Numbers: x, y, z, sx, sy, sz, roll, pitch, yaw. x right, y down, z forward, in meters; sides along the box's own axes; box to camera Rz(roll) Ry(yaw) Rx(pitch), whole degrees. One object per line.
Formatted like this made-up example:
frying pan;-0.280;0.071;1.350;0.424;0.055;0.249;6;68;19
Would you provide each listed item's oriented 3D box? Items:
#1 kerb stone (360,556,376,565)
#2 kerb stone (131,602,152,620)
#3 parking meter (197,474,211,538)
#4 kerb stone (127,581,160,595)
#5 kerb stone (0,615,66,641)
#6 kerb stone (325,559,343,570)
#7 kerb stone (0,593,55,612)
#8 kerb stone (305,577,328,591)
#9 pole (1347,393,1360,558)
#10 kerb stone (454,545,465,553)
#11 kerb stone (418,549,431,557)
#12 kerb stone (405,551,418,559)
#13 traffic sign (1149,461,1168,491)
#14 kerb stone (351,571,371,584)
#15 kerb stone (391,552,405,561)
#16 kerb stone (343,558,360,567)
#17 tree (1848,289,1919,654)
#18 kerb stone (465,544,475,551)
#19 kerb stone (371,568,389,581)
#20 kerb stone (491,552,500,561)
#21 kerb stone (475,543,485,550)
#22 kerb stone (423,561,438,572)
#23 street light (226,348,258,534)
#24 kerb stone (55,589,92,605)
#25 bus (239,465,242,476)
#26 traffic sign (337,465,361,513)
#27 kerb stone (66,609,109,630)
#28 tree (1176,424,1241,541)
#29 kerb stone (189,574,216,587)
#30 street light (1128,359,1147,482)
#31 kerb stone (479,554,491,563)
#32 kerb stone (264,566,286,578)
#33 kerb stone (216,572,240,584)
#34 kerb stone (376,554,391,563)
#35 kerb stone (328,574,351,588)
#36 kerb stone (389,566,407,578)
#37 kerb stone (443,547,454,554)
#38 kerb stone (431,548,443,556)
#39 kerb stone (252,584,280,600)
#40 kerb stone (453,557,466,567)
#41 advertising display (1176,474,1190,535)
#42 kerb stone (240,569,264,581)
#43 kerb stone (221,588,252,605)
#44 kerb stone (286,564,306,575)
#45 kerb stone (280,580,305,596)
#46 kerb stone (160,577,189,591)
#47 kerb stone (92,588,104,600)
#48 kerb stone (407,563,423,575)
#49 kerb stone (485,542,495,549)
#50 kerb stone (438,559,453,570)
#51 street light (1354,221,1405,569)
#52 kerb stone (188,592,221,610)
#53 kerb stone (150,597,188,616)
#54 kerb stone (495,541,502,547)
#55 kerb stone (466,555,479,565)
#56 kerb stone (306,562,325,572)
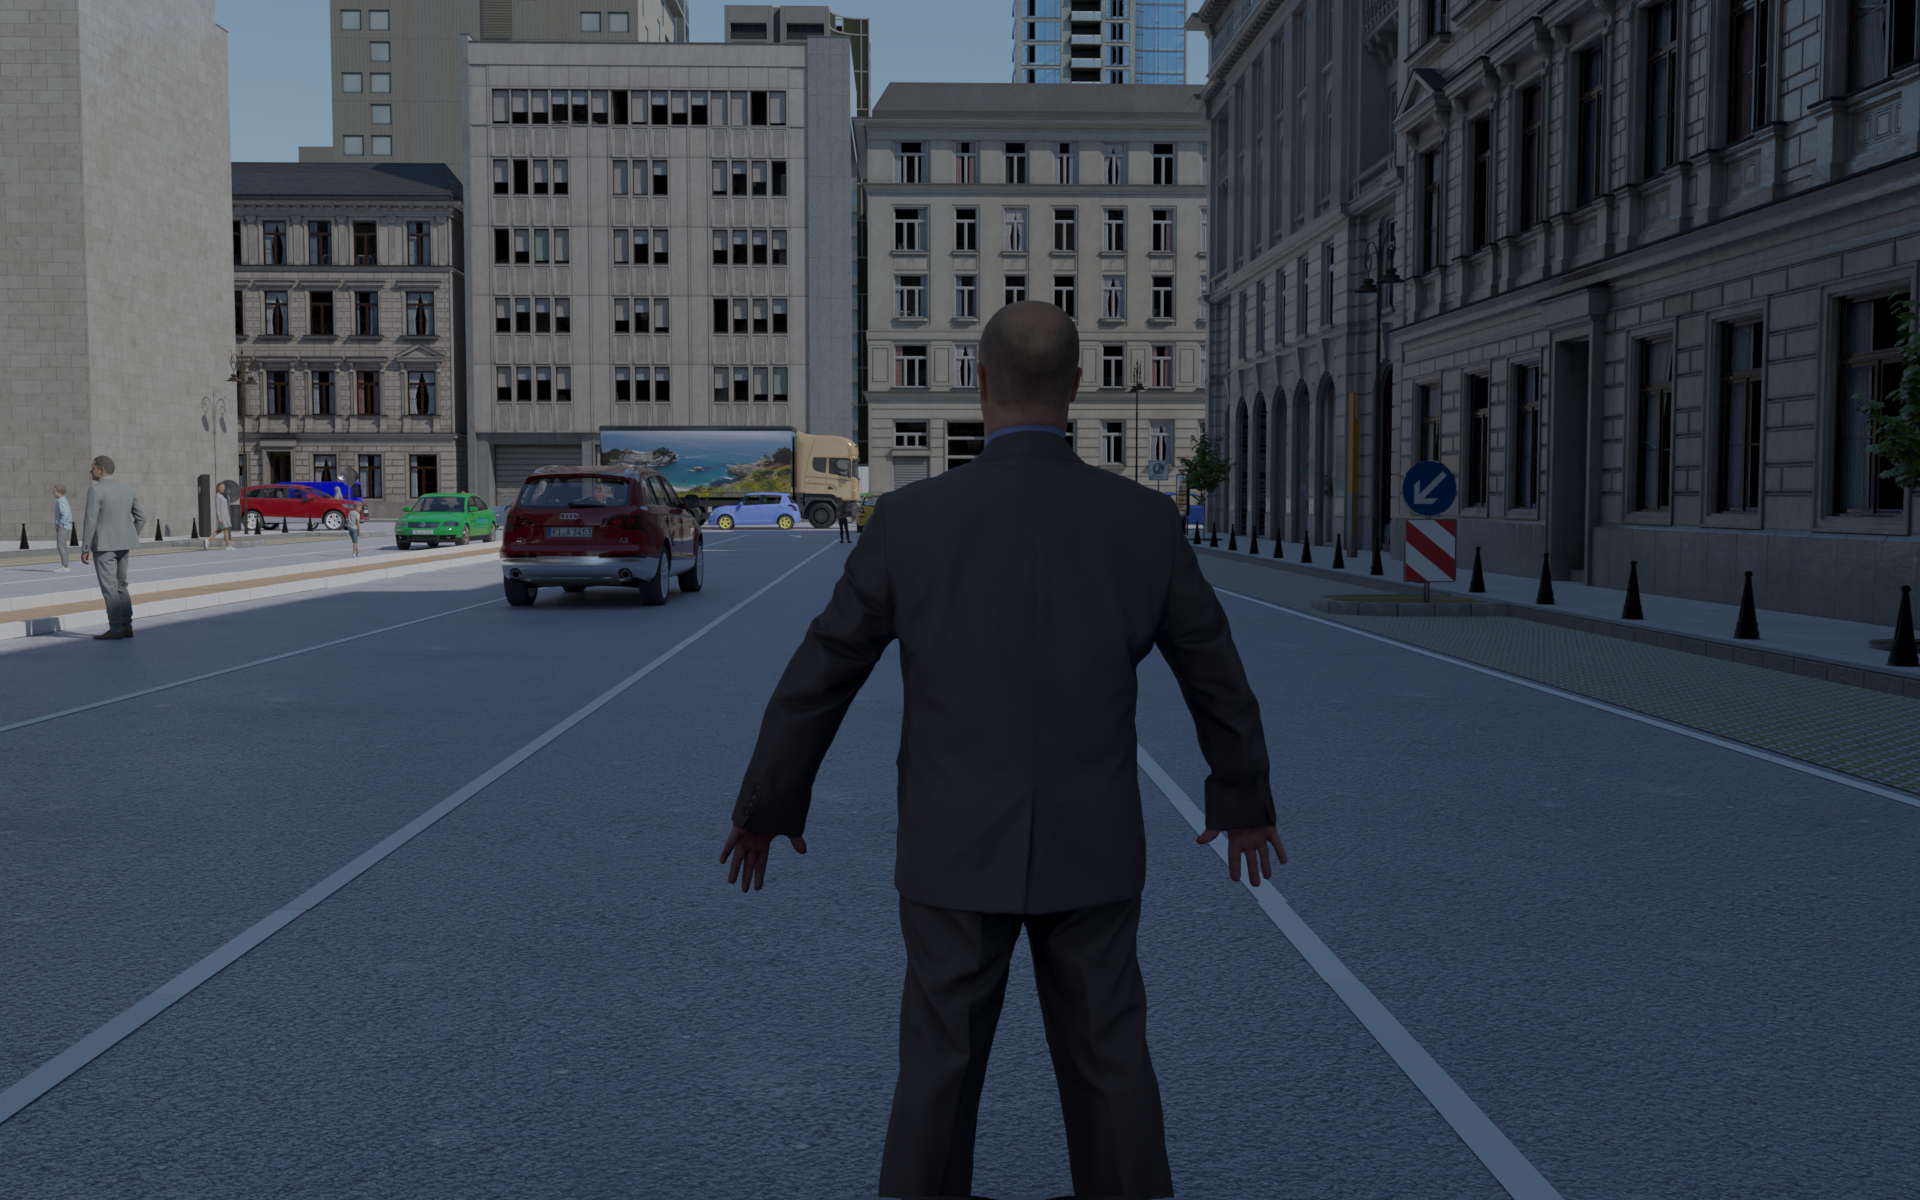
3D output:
kerb stone;-12.088;-0.784;35.046;0.120;0.150;1.000;0;4;-2
kerb stone;-9.509;0.160;19.710;0.120;0.150;1.000;0;4;-2
parking meter;-22.356;-2.784;51.233;0.255;1.863;0.399;-3;5;-42
kerb stone;-11.761;-0.157;24.770;0.120;0.150;1.000;0;4;-2
kerb stone;-9.444;0.279;17.653;0.120;0.150;1.000;0;4;-2
kerb stone;-12.028;-0.654;32.993;0.120;0.150;1.000;0;4;-2
kerb stone;-11.663;0.034;21.667;0.120;0.150;1.000;0;4;-2
kerb stone;-9.709;-0.225;25.877;0.120;0.150;1.000;0;4;-2
pole;7.933;-2.513;34.938;0.158;3.312;0.155;0;3;0
kerb stone;-12.312;-1.224;42.237;0.120;0.150;1.000;0;4;-2
kerb stone;-12.218;-1.038;39.161;0.120;0.150;1.000;0;4;-2
kerb stone;-12.191;-0.975;38.135;0.120;0.150;1.000;0;4;-2
traffic sign;6.044;-3.099;52.791;0.606;2.300;0.079;0;4;4
kerb stone;-9.757;-0.347;27.933;0.120;0.150;1.000;0;4;-2
kerb stone;-12.156;-0.911;37.108;0.120;0.150;1.000;0;4;-2
kerb stone;-12.061;-0.723;34.020;0.120;0.150;1.000;0;4;-2
tree;7.941;-1.194;14.122;1.663;3.219;1.824;0;3;0
kerb stone;-12.357;-1.288;43.266;0.120;0.150;1.000;0;4;-2
kerb stone;-9.800;-0.414;28.957;0.120;0.150;1.000;0;4;-2
kerb stone;-10.061;-0.912;37.190;0.120;0.150;1.000;0;4;-2
kerb stone;-12.385;-1.351;44.291;0.120;0.150;1.000;0;4;-2
kerb stone;-9.893;-0.602;32.044;0.120;0.150;1.000;0;4;-2
street light;-22.740;-5.029;55.012;0.468;5.910;1.993;0;4;-2
kerb stone;-11.705;-0.031;22.699;0.120;0.150;1.000;0;4;-2
bus;-41.470;-5.643;83.814;12.252;3.916;2.896;0;4;-4
traffic sign;-20.867;-3.398;59.194;0.795;2.450;0.064;0;4;-2
kerb stone;-9.466;0.217;18.679;0.120;0.150;1.000;0;4;-2
tree;6.704;-3.262;47.943;1.663;3.219;1.824;0;3;0
kerb stone;-11.829;-0.283;26.820;0.120;0.150;1.000;0;4;-2
street light;6.072;-5.304;59.512;0.468;5.910;1.993;0;4;-2
kerb stone;-10.027;-0.852;36.161;0.120;0.150;1.000;0;4;-2
kerb stone;-11.931;-0.472;29.916;0.120;0.150;1.000;0;4;-2
kerb stone;-11.870;-0.347;27.861;0.120;0.150;1.000;0;4;-2
kerb stone;-12.124;-0.849;36.078;0.120;0.150;1.000;0;4;-2
kerb stone;-9.725;-0.288;26.903;0.120;0.150;1.000;0;4;-2
kerb stone;-9.826;-0.477;29.990;0.120;0.150;1.000;0;4;-2
kerb stone;-12.281;-1.163;41.212;0.120;0.150;1.000;0;4;-2
kerb stone;-12.252;-1.100;40.186;0.120;0.150;1.000;0;4;-2
kerb stone;-9.635;-0.095;23.826;0.120;0.150;1.000;0;4;-2
kerb stone;-9.960;-0.723;34.101;0.120;0.150;1.000;0;4;-2
advertising display;7.061;-3.039;54.898;0.123;1.923;0.974;-1;4;-13
kerb stone;-11.894;-0.402;28.887;0.120;0.150;1.000;0;4;-2
kerb stone;-9.608;-0.035;22.801;0.120;0.150;1.000;0;4;-2
kerb stone;-11.969;-0.535;30.942;0.120;0.150;1.000;0;4;-2
kerb stone;-9.669;-0.162;24.852;0.120;0.150;1.000;0;4;-2
kerb stone;-11.793;-0.220;25.795;0.120;0.150;1.000;0;4;-2
kerb stone;-11.738;-0.093;23.724;0.120;0.150;1.000;0;4;-2
kerb stone;-9.870;-0.540;31.018;0.120;0.150;1.000;0;4;-2
kerb stone;-12.410;-1.414;45.317;0.120;0.150;1.000;0;4;-2
kerb stone;-9.931;-0.665;33.074;0.120;0.150;1.000;0;4;-2
street light;7.145;-3.476;29.627;0.468;5.910;1.993;0;4;-2
kerb stone;-9.574;0.030;21.760;0.120;0.150;1.000;0;4;-2
kerb stone;-9.543;0.089;20.735;0.120;0.150;1.000;0;4;-2
kerb stone;-12.448;-1.477;46.342;0.120;0.150;1.000;0;4;-2
kerb stone;-9.994;-0.791;35.126;0.120;0.150;1.000;0;4;-2
kerb stone;-11.994;-0.598;31.967;0.120;0.150;1.000;0;4;-2
